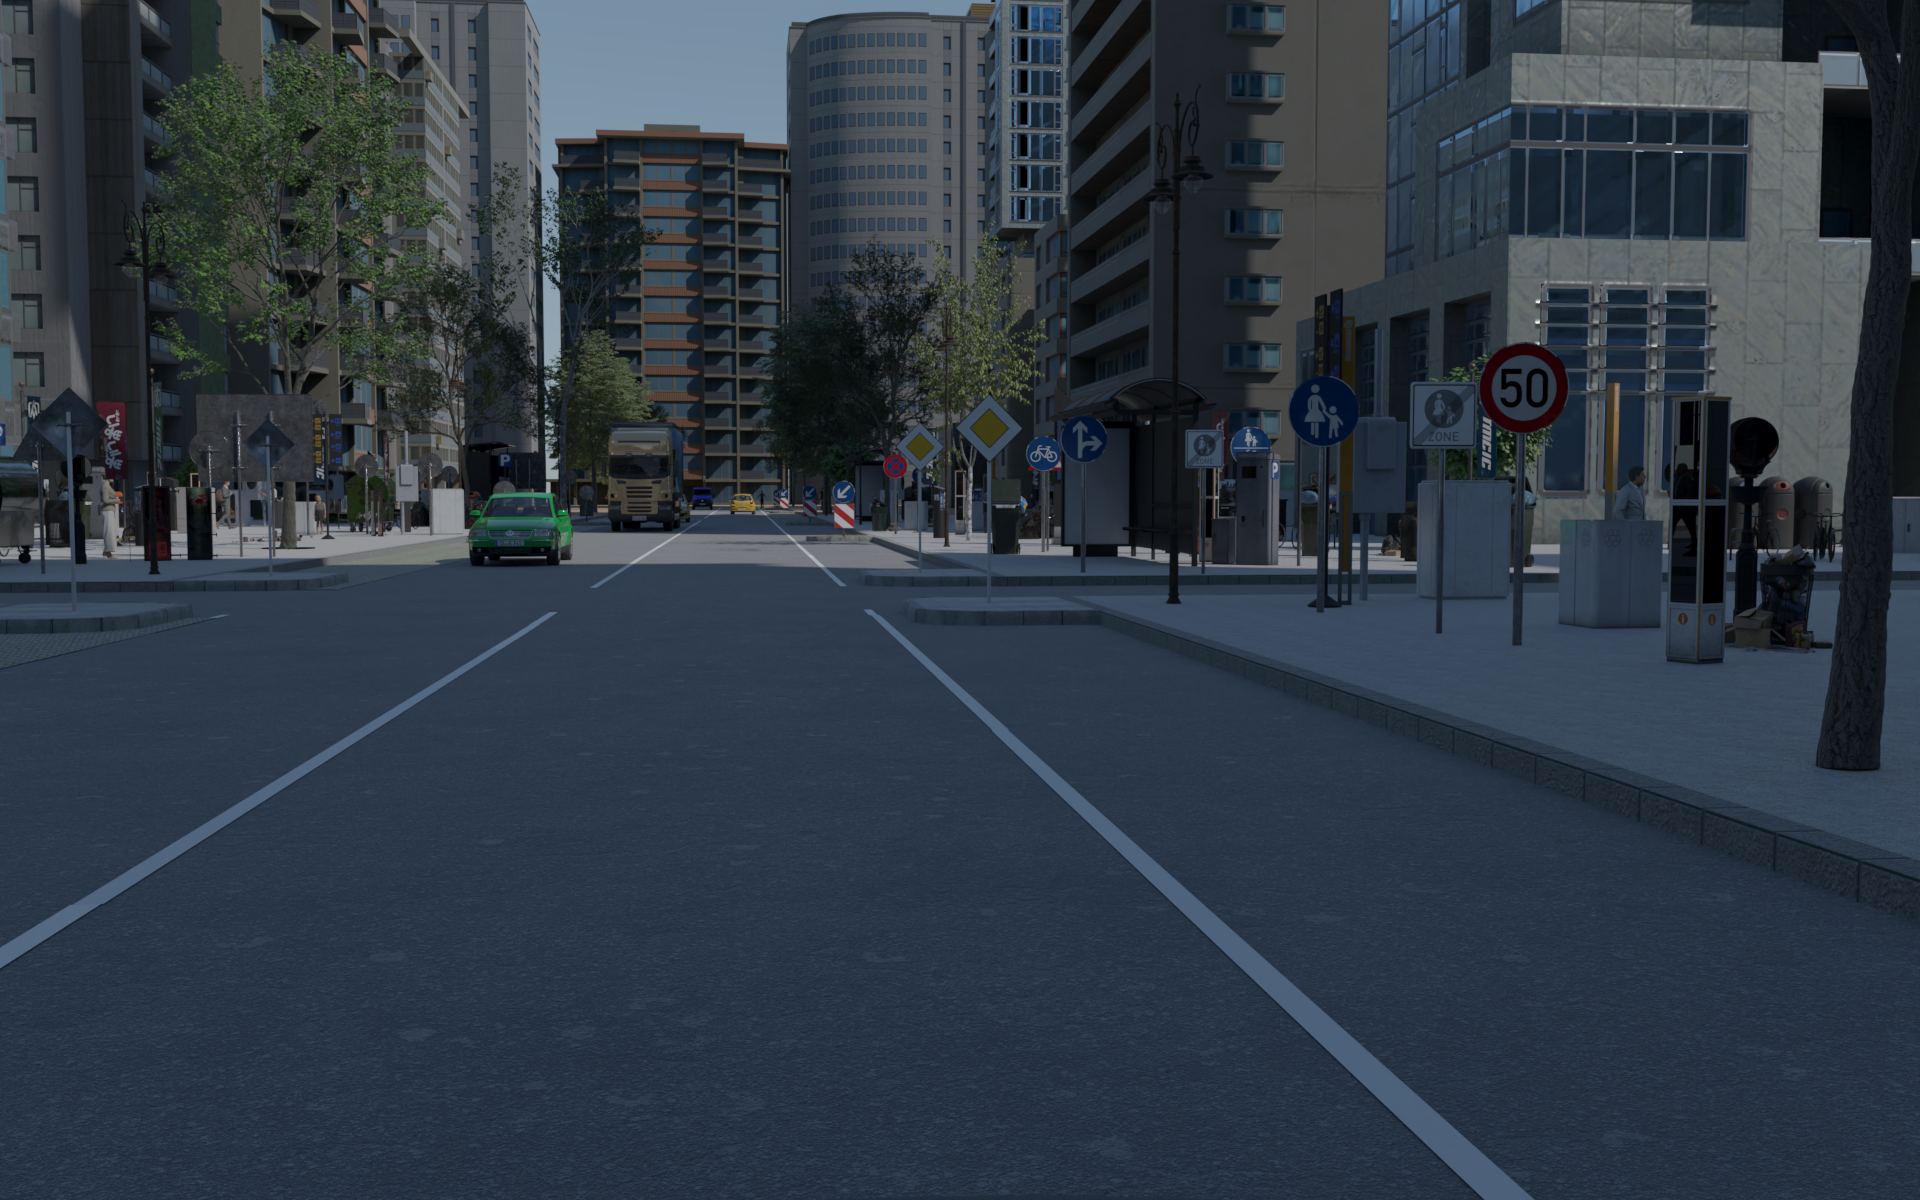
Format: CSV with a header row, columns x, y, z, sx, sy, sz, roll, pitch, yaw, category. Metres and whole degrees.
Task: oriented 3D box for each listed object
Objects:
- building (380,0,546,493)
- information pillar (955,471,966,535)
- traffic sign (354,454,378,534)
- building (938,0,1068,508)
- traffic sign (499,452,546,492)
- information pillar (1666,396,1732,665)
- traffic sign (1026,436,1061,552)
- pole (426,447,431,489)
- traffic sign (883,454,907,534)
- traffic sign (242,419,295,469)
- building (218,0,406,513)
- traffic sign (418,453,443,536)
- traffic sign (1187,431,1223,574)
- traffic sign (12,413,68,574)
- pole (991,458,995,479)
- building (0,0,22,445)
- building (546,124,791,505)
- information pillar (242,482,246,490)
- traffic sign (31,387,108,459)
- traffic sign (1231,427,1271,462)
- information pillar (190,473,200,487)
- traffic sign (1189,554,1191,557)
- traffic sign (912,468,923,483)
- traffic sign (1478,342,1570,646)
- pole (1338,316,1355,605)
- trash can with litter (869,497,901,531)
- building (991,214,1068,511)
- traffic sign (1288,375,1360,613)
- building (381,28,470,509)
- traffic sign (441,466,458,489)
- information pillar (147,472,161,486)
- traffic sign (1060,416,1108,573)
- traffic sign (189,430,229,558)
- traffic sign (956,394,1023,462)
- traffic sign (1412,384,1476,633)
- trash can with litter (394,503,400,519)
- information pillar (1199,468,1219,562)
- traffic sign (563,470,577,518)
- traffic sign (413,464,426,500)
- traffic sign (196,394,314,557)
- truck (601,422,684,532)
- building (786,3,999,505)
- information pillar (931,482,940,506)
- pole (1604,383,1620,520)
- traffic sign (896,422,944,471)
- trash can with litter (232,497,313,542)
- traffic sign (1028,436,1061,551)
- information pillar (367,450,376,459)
x,y,z,sx,sy,sz,roll,pitch,yaw,category
-63.744,-40.466,203.611,28.212,58.520,21.231,0,4,-7,building
0.013,-3.060,54.524,0.304,2.012,0.304,1,4,10,information pillar
-19.079,-3.399,55.676,0.768,2.556,0.104,0,4,1,traffic sign
10.893,-51.236,150.384,22.319,86.520,31.000,0,4,-7,building
-21.306,-5.539,84.441,2.265,3.308,0.079,0,4,0,traffic sign
5.607,-0.530,13.156,0.304,2.012,0.304,-2,4,-28,information pillar
1.839,-2.327,38.146,0.768,2.556,0.104,0,3,0,traffic sign
-22.913,-4.949,74.764,0.158,3.312,0.155,0,3,0,pole
-2.069,-3.393,55.589,0.768,2.556,0.104,0,4,0,traffic sign
-10.748,-1.512,26.919,0.795,2.593,0.064,0,4,-7,traffic sign
-48.856,-27.964,111.828,22.147,44.769,28.867,0,4,-7,building
-16.267,-3.247,53.201,0.768,2.556,0.104,0,4,-2,traffic sign
3.901,-1.565,27.725,0.606,2.300,0.079,0,4,-4,traffic sign
-14.753,-1.700,27.797,0.884,2.594,0.081,0,4,-5,traffic sign
1.620,-5.525,84.176,0.158,3.312,0.155,0,3,0,pole
-81.628,-32.055,143.710,30.456,49.044,23.786,0,4,-7,building
-34.956,-33.850,208.067,28.867,44.769,22.147,0,4,-7,building
-31.340,-5.177,76.003,0.504,3.616,0.183,3,4,38,information pillar
-9.756,-1.028,18.995,0.795,2.593,0.064,0,4,-7,traffic sign
5.497,-2.001,32.825,0.768,2.556,0.104,0,4,0,traffic sign
-27.129,-3.484,61.460,0.304,2.012,0.304,-2,4,-28,information pillar
4.740,-2.163,35.473,0.768,2.556,0.104,0,4,-3,traffic sign
-1.883,-4.982,81.567,0.768,2.556,0.104,0,4,-1,traffic sign
4.728,-0.888,14.620,0.768,2.556,0.104,0,4,-1,traffic sign
4.462,-1.599,19.992,0.158,3.312,0.155,0,3,0,pole
-2.573,-2.949,59.600,1.055,1.170,0.624,-1,4,-19,trash can with litter
17.925,-17.008,123.119,27.650,21.520,28.899,0,4,-7,building
3.909,-1.138,18.711,0.768,2.556,0.104,0,4,1,traffic sign
-54.091,-27.602,143.174,23.993,40.220,32.217,0,4,-7,building
-22.944,-4.754,77.827,0.768,2.556,0.104,0,4,0,traffic sign
-26.929,-3.267,57.903,0.304,2.012,0.304,2,4,25,information pillar
2.015,-1.721,28.245,0.768,2.556,0.104,0,4,-1,traffic sign
-15.015,-2.113,34.656,0.768,2.556,0.104,0,4,-6,traffic sign
0.362,-1.104,20.236,0.795,2.593,0.064,0,4,-7,traffic sign
4.413,-0.841,15.887,0.606,2.300,0.079,0,4,-2,traffic sign
-27.961,-4.561,85.636,2.233,1.210,1.678,2,4,33,trash can with litter
4.680,-1.717,32.565,0.304,2.012,0.304,2,4,24,information pillar
-20.784,-5.637,92.266,0.768,2.556,0.104,0,4,-1,traffic sign
-22.778,-4.446,72.802,0.768,2.556,0.104,0,4,-1,traffic sign
-14.322,-2.529,35.224,2.265,3.308,0.079,0,4,-6,traffic sign
-12.592,-4.942,69.719,2.839,4.237,11.283,0,4,-7,truck
-6.642,-40.931,211.221,28.212,58.520,21.231,0,4,-7,building
-1.098,-4.524,78.463,0.304,2.012,0.304,1,4,22,information pillar
12.029,-2.332,31.972,0.158,3.312,0.155,0,3,0,pole
-0.630,-1.588,28.160,0.795,2.593,0.064,0,4,-7,traffic sign
-18.769,-2.190,46.860,1.678,1.210,2.233,3,4,38,trash can with litter
1.964,-2.369,38.743,0.884,2.594,0.081,0,4,-4,traffic sign
-31.476,-6.199,92.704,0.504,3.616,0.183,1,4,18,information pillar
